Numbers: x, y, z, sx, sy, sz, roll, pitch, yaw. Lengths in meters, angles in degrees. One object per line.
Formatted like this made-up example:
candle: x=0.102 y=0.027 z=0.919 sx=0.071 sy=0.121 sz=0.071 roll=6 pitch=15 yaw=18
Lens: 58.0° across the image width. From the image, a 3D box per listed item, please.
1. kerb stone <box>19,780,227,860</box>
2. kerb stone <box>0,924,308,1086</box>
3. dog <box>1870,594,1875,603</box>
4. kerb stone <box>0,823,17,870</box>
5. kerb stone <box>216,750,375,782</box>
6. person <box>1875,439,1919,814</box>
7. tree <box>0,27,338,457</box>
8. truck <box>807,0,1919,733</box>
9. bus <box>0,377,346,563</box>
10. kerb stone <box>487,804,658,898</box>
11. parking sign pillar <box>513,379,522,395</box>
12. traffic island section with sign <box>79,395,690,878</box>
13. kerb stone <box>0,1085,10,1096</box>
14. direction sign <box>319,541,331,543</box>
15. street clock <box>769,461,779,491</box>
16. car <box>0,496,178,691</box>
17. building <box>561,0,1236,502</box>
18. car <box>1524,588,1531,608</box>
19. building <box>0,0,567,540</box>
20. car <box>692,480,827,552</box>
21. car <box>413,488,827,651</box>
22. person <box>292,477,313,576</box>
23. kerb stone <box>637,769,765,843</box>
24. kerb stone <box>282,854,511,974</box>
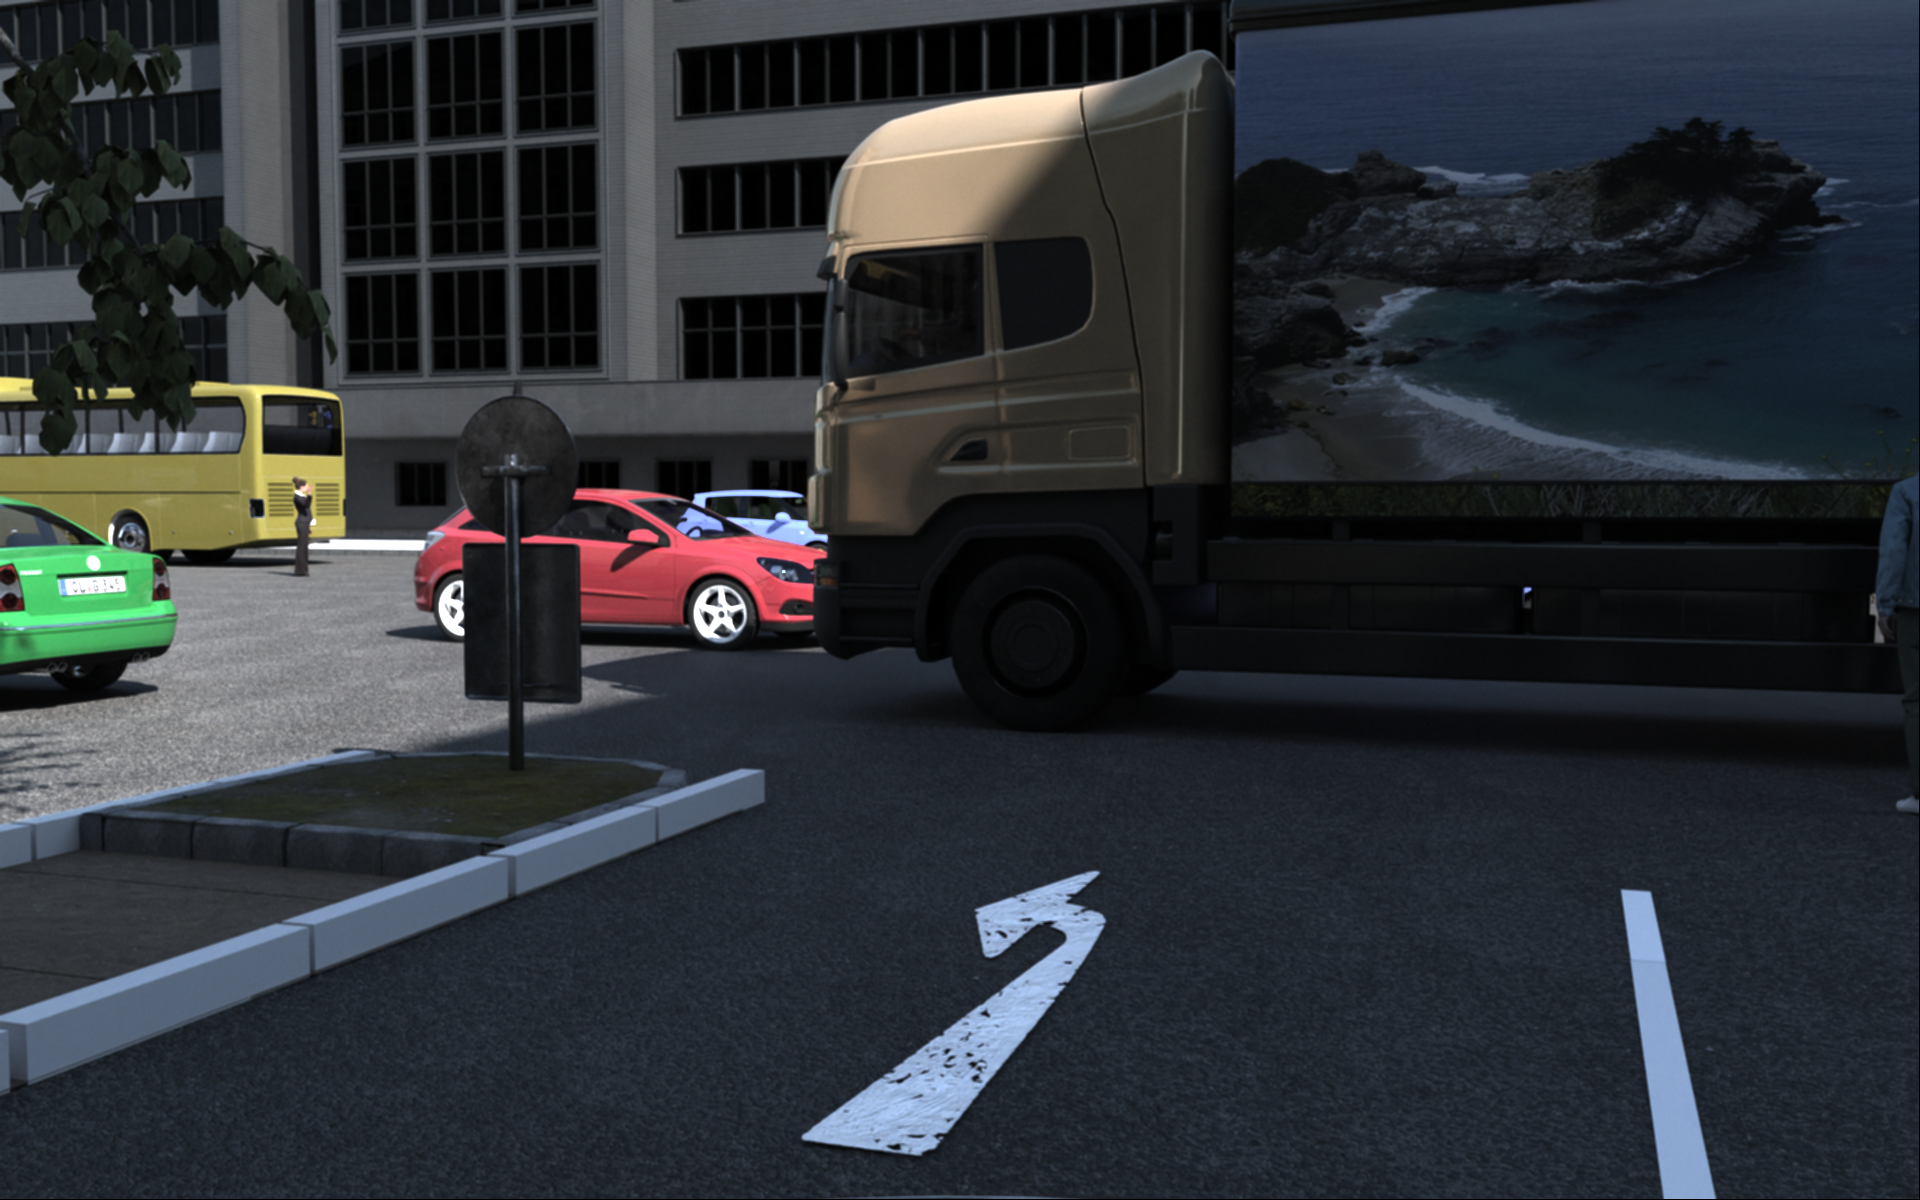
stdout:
kerb stone: x=-3.485 y=0.915 z=7.227 sx=0.120 sy=0.150 sz=1.000 roll=1 pitch=4 yaw=19
kerb stone: x=-2.150 y=1.071 z=4.683 sx=0.120 sy=0.150 sz=1.000 roll=1 pitch=4 yaw=19
dog: x=11.790 y=-0.216 z=22.819 sx=0.540 sy=0.507 sz=0.406 roll=1 pitch=4 yaw=8
kerb stone: x=-3.821 y=0.975 z=6.258 sx=0.120 sy=0.150 sz=1.000 roll=1 pitch=4 yaw=19
kerb stone: x=-3.142 y=0.857 z=8.195 sx=0.120 sy=0.150 sz=1.000 roll=1 pitch=4 yaw=19
person: x=4.361 y=0.071 z=7.689 sx=0.601 sy=1.785 sz=0.444 roll=1 pitch=4 yaw=11
tree: x=-2.936 y=-3.145 z=4.233 sx=4.737 sy=8.622 sz=4.395 roll=0 pitch=3 yaw=0
truck: x=4.038 y=-1.303 z=10.225 sx=11.283 sy=4.237 sz=2.839 roll=1 pitch=4 yaw=19
bus: x=-18.716 y=-2.746 z=36.447 sx=12.252 sy=3.916 sz=2.896 roll=1 pitch=4 yaw=20
kerb stone: x=-1.466 y=0.952 z=6.634 sx=0.120 sy=0.150 sz=1.000 roll=1 pitch=4 yaw=19
parking sign pillar: x=-10.483 y=-3.236 z=41.380 sx=1.447 sy=3.967 sz=1.447 roll=-2 pitch=4 yaw=-24
traffic island section with sign: x=-2.259 y=0.040 z=7.487 sx=2.006 sy=1.907 sz=1.989 roll=1 pitch=4 yaw=19
kerb stone: x=-2.497 y=1.132 z=3.694 sx=0.120 sy=0.150 sz=1.000 roll=1 pitch=4 yaw=19
direction sign: x=-16.616 y=-3.247 z=45.084 sx=0.876 sy=3.537 sz=0.379 roll=2 pitch=4 yaw=28
street clock: x=-4.056 y=-2.035 z=37.844 sx=0.358 sy=2.002 sz=0.471 roll=0 pitch=4 yaw=-7
car: x=-7.937 y=-0.220 z=12.398 sx=4.718 sy=1.807 sz=1.959 roll=1 pitch=4 yaw=19
building: x=-1.861 y=-14.020 z=48.302 sx=30.058 sy=24.678 sz=14.314 roll=1 pitch=4 yaw=19
car: x=4.005 y=-0.376 z=15.743 sx=3.694 sy=1.707 sz=1.945 roll=1 pitch=4 yaw=18
building: x=-30.352 y=-14.606 z=57.868 sx=30.058 sy=24.678 sz=14.314 roll=1 pitch=4 yaw=19
car: x=-3.192 y=-1.272 z=30.393 sx=3.694 sy=1.707 sz=1.945 roll=1 pitch=4 yaw=18
car: x=-3.141 y=-0.486 z=16.993 sx=4.494 sy=1.783 sz=2.155 roll=1 pitch=4 yaw=19
person: x=-11.349 y=-1.275 z=30.154 sx=0.742 sy=1.727 sz=0.445 roll=3 pitch=4 yaw=37
kerb stone: x=-1.130 y=0.893 z=7.604 sx=0.120 sy=0.150 sz=1.000 roll=1 pitch=4 yaw=19
kerb stone: x=-1.815 y=1.012 z=5.653 sx=0.120 sy=0.150 sz=1.000 roll=1 pitch=4 yaw=19
